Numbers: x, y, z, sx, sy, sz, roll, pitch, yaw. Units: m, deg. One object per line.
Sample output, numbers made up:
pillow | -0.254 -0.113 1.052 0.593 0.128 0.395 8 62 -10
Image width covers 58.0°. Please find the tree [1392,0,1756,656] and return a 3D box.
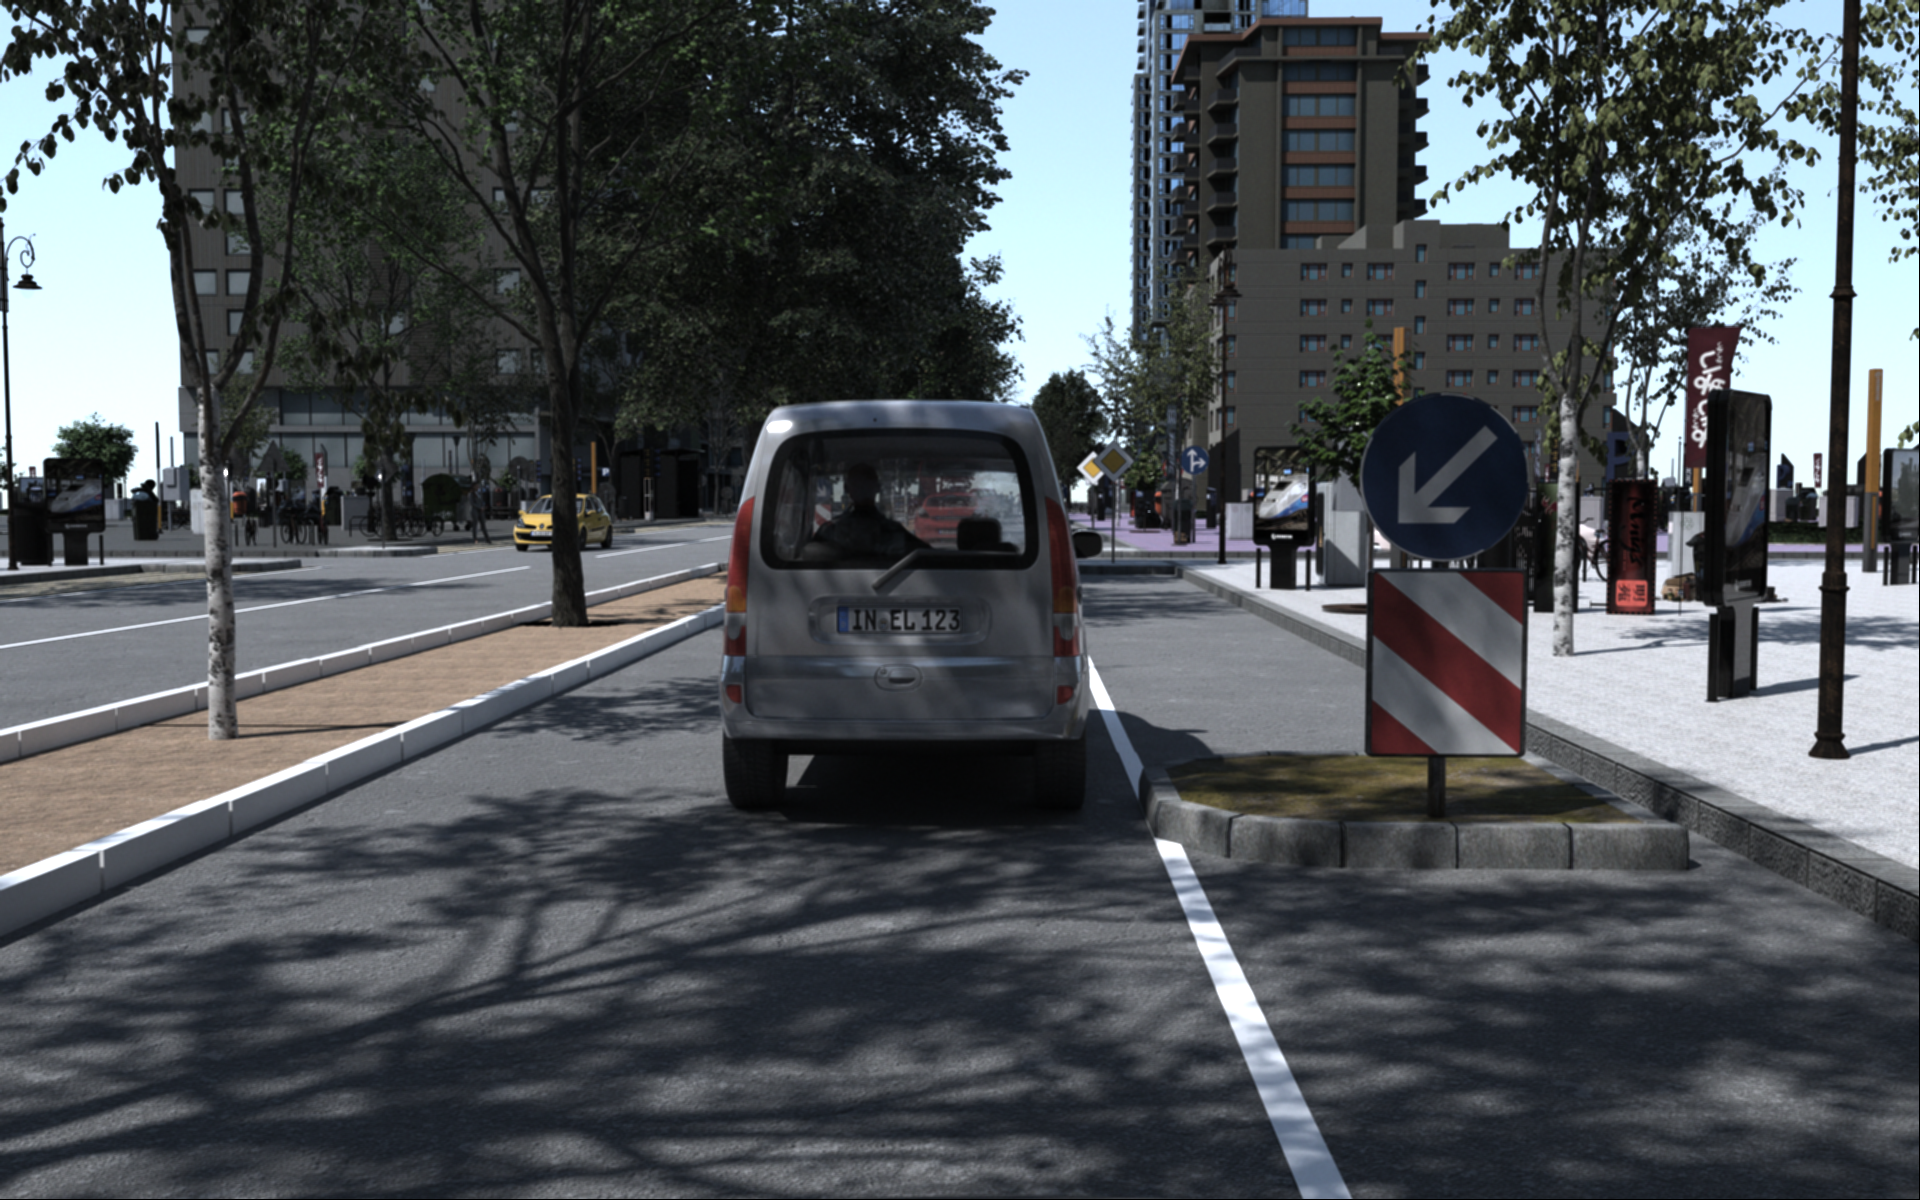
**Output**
tree | 5.027 -3.862 13.506 4.737 8.622 4.395 0 3 0

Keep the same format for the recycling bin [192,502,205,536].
recycling bin | -23.301 -2.521 53.781 0.722 1.027 0.722 2 4 27

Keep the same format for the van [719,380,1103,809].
van | -0.209 -0.138 9.269 2.013 2.044 4.112 0 4 1

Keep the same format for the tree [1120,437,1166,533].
tree | 6.158 -3.875 57.961 1.663 3.219 1.824 0 3 0

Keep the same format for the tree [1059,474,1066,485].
tree | 12.330 -20.283 238.286 9.857 13.997 8.962 0 3 0

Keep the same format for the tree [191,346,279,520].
tree | -35.644 -8.280 85.743 4.737 8.622 4.395 0 3 0

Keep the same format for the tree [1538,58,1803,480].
tree | 12.106 -4.875 30.065 4.360 8.622 3.978 0 3 0

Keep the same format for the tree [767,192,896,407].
tree | -3.405 -5.446 41.855 4.737 8.622 4.395 0 3 0

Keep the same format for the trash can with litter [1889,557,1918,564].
trash can with litter | 17.991 -1.270 31.824 2.233 1.210 1.678 0 4 -7

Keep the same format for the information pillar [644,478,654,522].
information pillar | -14.290 -4.593 79.584 0.304 2.012 0.304 2 4 23

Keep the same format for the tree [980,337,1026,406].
tree | -1.730 -10.949 91.837 12.009 13.543 11.850 0 3 0

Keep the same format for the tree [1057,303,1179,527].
tree | 6.427 -7.174 67.653 4.360 8.622 3.978 0 3 0

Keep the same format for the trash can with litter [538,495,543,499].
trash can with litter | -24.917 -5.533 101.517 2.233 1.210 1.678 0 4 -2

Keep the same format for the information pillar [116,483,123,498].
information pillar | -55.545 -6.727 114.475 0.304 2.012 0.304 -3 5 -44

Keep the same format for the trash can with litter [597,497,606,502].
trash can with litter | -18.981 -4.971 92.670 0.624 1.170 1.055 -3 4 -36

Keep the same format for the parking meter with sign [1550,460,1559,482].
parking meter with sign | 30.480 -5.654 88.701 0.543 3.016 1.738 1 4 13

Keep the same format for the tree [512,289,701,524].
tree | -15.047 -8.528 73.846 8.767 10.594 7.601 0 4 -7

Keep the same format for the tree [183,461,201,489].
tree | -43.885 -6.373 98.792 1.663 3.219 1.824 0 3 0

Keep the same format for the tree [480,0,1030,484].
tree | -3.315 -7.295 28.389 9.857 13.997 8.962 0 3 0

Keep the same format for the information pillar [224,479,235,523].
information pillar | -32.477 -5.227 76.813 0.504 3.616 0.183 0 4 7

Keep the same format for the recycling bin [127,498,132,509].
recycling bin | -47.994 -5.327 99.658 0.722 1.027 0.722 2 4 30

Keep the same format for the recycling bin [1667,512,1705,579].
recycling bin | 10.394 -0.725 24.409 0.722 1.027 0.722 1 4 17

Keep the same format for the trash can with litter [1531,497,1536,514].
trash can with litter | 32.026 -5.110 94.604 1.678 1.210 2.233 -3 5 -42

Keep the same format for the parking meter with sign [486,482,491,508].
parking meter with sign | -29.295 -6.758 106.753 0.543 3.016 1.738 -2 4 -30

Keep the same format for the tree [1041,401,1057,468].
tree | 7.828 -11.175 133.080 4.360 8.622 3.978 0 3 0

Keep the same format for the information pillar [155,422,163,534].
information pillar | -26.014 -3.968 56.227 0.183 3.616 0.504 -1 4 -22

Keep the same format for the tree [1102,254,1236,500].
tree | 6.690 -6.320 53.694 4.737 8.622 4.395 0 3 0

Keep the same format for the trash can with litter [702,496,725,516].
trash can with litter | -14.919 -5.534 101.541 2.233 1.210 1.678 0 3 0

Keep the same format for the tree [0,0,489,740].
tree | -4.282 -3.472 9.591 4.360 8.622 3.978 0 3 0

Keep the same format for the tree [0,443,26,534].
tree | -30.973 -3.705 55.178 1.663 3.219 1.824 0 3 0

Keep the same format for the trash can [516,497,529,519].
trash can | -18.281 -3.741 72.822 0.748 1.137 0.748 0 3 0

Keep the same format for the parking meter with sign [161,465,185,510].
parking meter with sign | -47.149 -6.542 103.218 1.738 3.016 0.543 0 4 -3

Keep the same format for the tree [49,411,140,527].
tree | -34.219 -5.186 68.497 4.285 4.588 4.351 0 3 0

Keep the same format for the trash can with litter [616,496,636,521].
trash can with litter | -16.822 -4.491 84.482 2.233 1.210 1.678 -1 4 -15

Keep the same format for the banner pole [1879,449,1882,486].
banner pole | 50.940 -6.480 95.961 0.401 3.779 0.863 1 4 19

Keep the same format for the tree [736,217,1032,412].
tree | -2.544 -8.533 58.982 9.611 12.733 9.660 0 3 0

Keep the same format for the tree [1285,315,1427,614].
tree | 4.352 -1.485 18.889 1.663 3.219 1.824 0 3 0

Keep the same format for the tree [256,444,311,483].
tree | -44.152 -7.912 113.082 4.285 4.588 4.351 0 3 0

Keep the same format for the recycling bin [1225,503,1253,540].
recycling bin | 7.875 -2.214 48.753 0.722 1.027 0.722 0 4 1

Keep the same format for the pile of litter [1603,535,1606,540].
pile of litter | 17.315 -2.080 47.974 1.719 0.858 1.176 -1 4 -15

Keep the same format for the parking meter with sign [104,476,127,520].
parking meter with sign | -42.393 -5.491 86.043 1.738 3.016 0.543 -2 4 -29

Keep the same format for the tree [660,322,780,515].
tree | -14.774 -11.948 105.722 12.009 13.543 11.850 0 3 0

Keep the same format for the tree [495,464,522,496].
tree | -28.594 -7.057 109.976 1.663 3.219 1.824 0 3 0

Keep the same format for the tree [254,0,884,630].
tree | -4.330 -5.523 18.512 9.928 11.665 9.643 0 3 0

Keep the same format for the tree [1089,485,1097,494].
tree | 7.557 -6.063 93.726 1.663 3.219 1.824 0 3 0

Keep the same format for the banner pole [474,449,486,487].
banner pole | -26.513 -6.459 95.623 0.863 3.779 0.401 1 4 18

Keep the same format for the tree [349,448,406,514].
tree | -36.473 -7.614 108.209 4.285 4.588 4.351 0 3 0

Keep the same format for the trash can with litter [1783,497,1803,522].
trash can with litter | 33.088 -3.513 68.823 0.624 1.170 1.055 2 4 32

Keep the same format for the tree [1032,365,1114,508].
tree | 9.628 -14.489 153.899 9.611 12.733 9.660 0 3 0

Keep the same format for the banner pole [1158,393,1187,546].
banner pole | 5.318 -3.232 42.861 0.401 3.779 0.863 3 4 39

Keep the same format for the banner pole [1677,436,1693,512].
banner pole | 31.399 -5.201 75.050 0.863 3.779 0.401 3 4 36

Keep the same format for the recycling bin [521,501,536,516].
recycling bin | -15.892 -3.159 64.199 0.722 1.027 0.722 -2 4 -32

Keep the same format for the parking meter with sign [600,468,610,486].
parking meter with sign | -23.504 -7.217 114.252 0.543 3.016 1.738 0 4 -1

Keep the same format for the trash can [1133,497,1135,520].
trash can | 8.395 -4.204 80.385 0.748 1.137 0.748 0 3 0

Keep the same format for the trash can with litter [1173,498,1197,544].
trash can with litter | 5.830 -2.057 45.017 0.624 1.170 1.055 1 4 8

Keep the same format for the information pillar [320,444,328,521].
information pillar | -29.471 -5.440 80.298 0.504 3.616 0.183 3 5 44

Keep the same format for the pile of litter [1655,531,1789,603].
pile of litter | 9.035 -0.426 20.930 1.719 0.858 1.176 3 4 38

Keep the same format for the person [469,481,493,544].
person | -13.618 -2.472 49.192 0.573 1.790 0.520 1 4 10

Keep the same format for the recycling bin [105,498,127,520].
recycling bin | -41.231 -4.396 84.430 0.722 1.027 0.722 -1 4 -9
